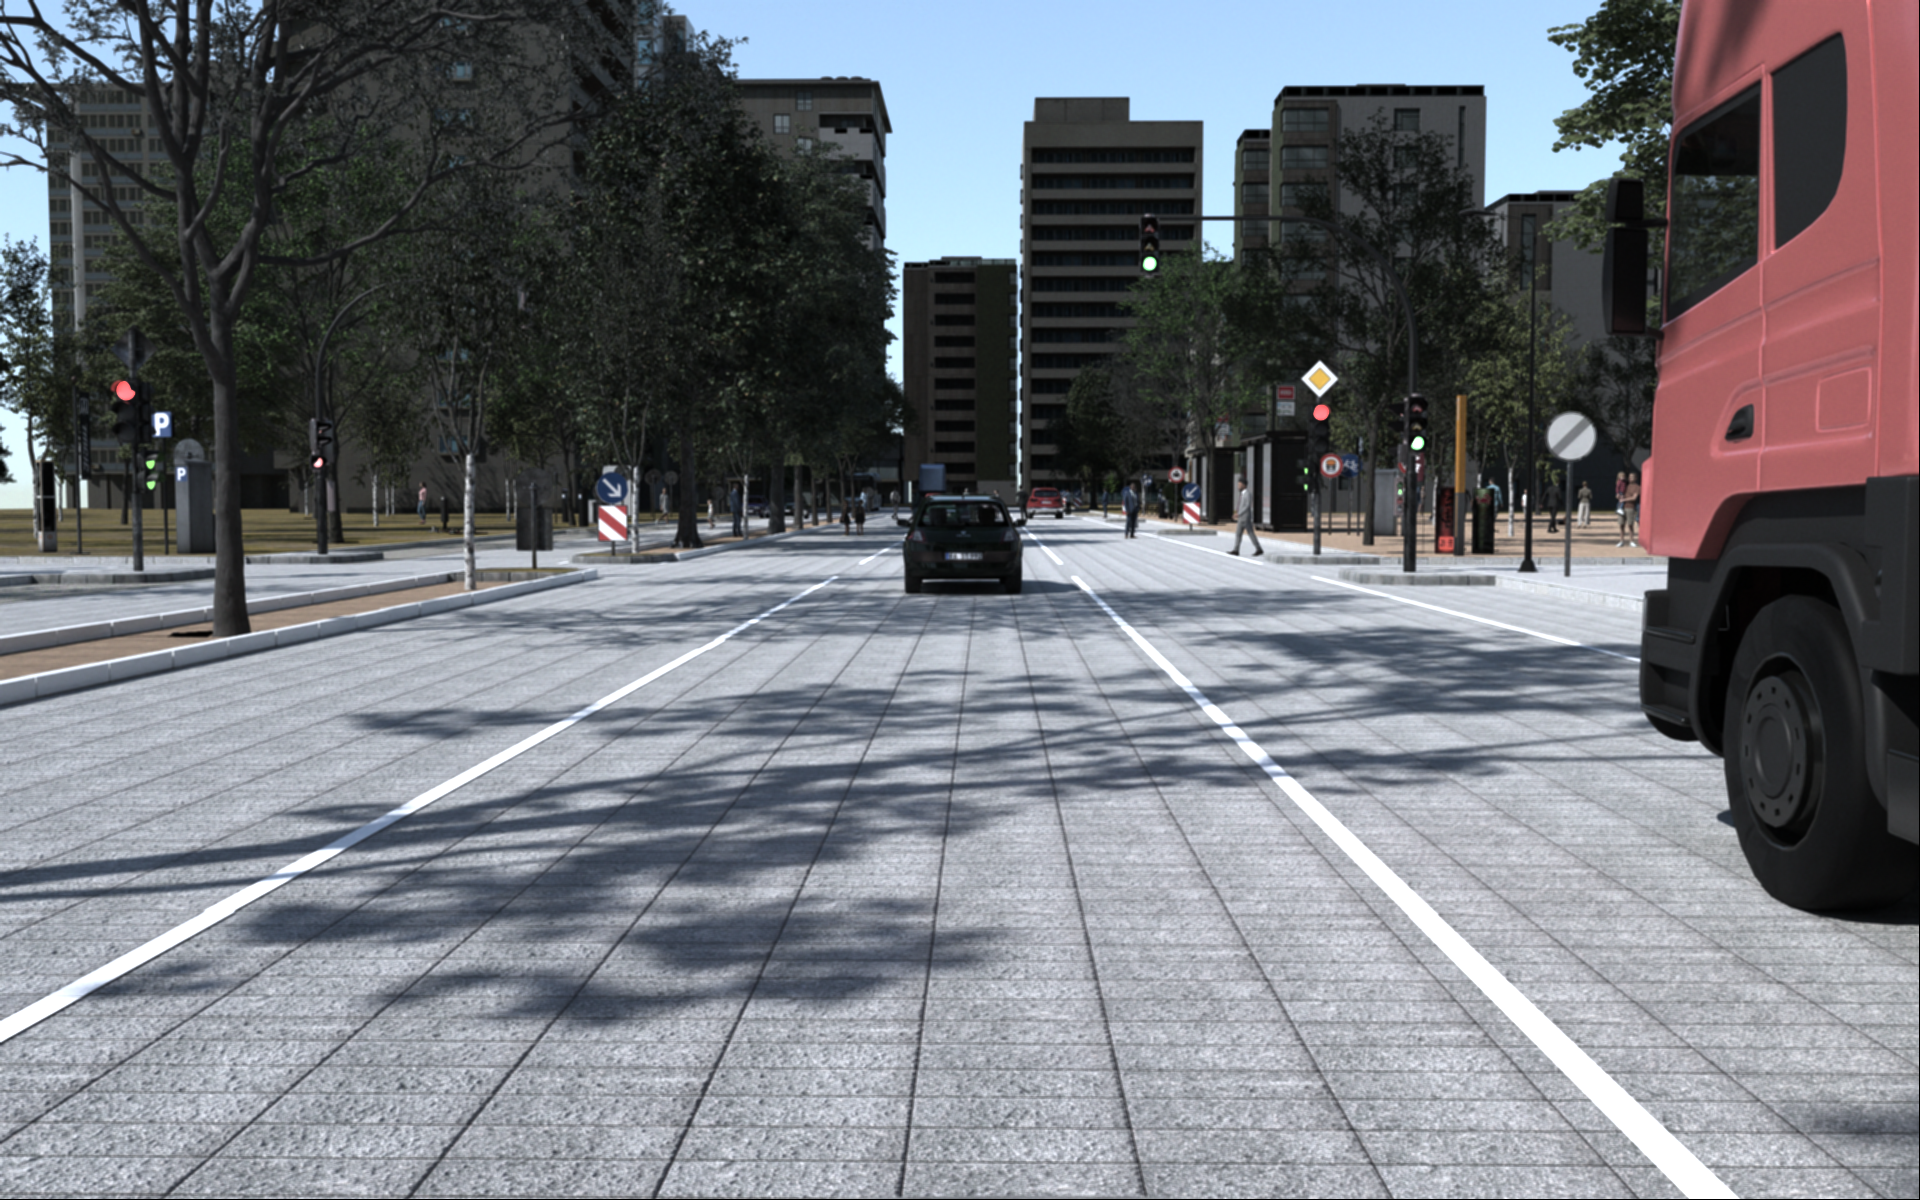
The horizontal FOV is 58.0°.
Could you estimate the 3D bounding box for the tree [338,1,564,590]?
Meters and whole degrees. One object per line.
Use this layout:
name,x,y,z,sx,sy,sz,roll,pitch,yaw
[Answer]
tree,-7.294,-4.460,25.735,4.360,8.622,3.978,0,3,0

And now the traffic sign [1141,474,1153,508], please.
traffic sign,11.777,-6.681,109.338,0.768,2.556,0.104,1,4,11

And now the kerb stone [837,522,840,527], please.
kerb stone,-5.476,-3.275,75.747,0.120,0.150,1.000,0,4,1

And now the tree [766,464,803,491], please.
tree,-14.874,-9.846,144.699,4.285,4.588,4.351,0,3,0

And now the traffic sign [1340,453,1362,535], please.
traffic sign,12.248,-3.324,54.460,0.768,2.556,0.104,0,4,5

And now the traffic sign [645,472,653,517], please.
traffic sign,-17.144,-5.880,96.246,0.768,2.556,0.104,0,4,2

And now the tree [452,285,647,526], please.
tree,-15.978,-8.280,69.784,7.601,10.594,8.767,1,4,18

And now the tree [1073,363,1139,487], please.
tree,11.237,-11.329,119.648,8.767,10.594,7.601,3,5,41

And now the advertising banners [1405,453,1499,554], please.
advertising banners,10.475,-2.503,37.106,2.074,3.025,0.090,1,4,22

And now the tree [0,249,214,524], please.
tree,-35.081,-8.448,72.529,8.767,10.594,7.601,-3,5,-40

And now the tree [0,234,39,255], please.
tree,-26.721,-6.616,42.584,7.601,10.594,8.767,0,4,5

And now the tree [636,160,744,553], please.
tree,-7.120,-5.207,37.953,4.360,8.622,3.978,0,3,0

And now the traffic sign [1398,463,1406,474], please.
traffic sign,12.567,-2.947,48.295,0.768,2.556,0.104,0,4,2

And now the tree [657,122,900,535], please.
tree,-6.459,-9.259,60.497,9.857,13.997,8.962,0,3,0

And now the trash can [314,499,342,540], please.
trash can,-17.883,-2.285,49.010,0.748,1.137,0.748,0,3,0

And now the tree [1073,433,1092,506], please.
tree,13.235,-14.271,183.691,4.737,8.622,4.395,0,3,0

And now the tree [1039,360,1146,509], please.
tree,11.553,-14.143,148.244,9.611,12.733,9.660,0,3,0

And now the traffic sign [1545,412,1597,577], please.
traffic sign,9.445,-1.636,26.859,0.768,2.556,0.104,0,4,5

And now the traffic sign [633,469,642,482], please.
traffic sign,-16.458,-5.353,87.629,0.768,2.556,0.104,0,4,5

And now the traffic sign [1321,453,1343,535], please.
traffic sign,11.607,-3.313,54.268,0.768,2.556,0.104,0,4,5

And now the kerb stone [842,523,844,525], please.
kerb stone,-5.442,-3.400,77.791,0.120,0.150,1.000,0,4,1

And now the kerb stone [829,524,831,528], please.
kerb stone,-5.544,-3.024,71.654,0.120,0.150,1.000,0,4,1

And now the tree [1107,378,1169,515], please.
tree,11.054,-9.441,104.718,4.360,8.622,3.978,0,3,0

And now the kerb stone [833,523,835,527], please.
kerb stone,-5.510,-3.150,73.699,0.120,0.150,1.000,0,4,1

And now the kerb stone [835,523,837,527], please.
kerb stone,-5.498,-3.212,74.721,0.120,0.150,1.000,0,4,1

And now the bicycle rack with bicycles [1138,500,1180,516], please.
bicycle rack with bicycles,11.823,-5.293,99.928,2.852,0.926,2.925,-2,4,-28

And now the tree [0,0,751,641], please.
tree,-7.282,-6.361,16.829,12.009,13.543,11.850,0,3,0

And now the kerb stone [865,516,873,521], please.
kerb stone,-5.118,-4.586,97.267,0.120,0.150,1.000,0,4,1

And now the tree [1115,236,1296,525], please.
tree,10.246,-8.894,71.180,9.928,11.665,9.643,0,3,0

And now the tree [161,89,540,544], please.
tree,-16.443,-7.290,44.953,9.928,11.665,9.643,0,3,0

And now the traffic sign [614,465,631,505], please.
traffic sign,-14.667,-4.598,75.275,0.768,2.556,0.104,0,4,5

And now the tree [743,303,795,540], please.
tree,-6.606,-6.147,53.327,4.360,8.622,3.978,0,3,0

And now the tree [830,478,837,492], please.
tree,-13.888,-14.438,186.419,4.360,8.622,3.978,0,3,0

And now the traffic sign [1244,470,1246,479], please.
traffic sign,13.453,-4.874,79.800,0.768,2.556,0.104,0,4,2

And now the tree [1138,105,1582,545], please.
tree,10.029,-6.624,42.721,8.767,10.594,7.601,2,4,29

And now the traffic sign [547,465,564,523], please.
traffic sign,-17.673,-4.624,75.711,0.768,2.556,0.104,1,4,9

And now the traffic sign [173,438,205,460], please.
traffic sign,-17.633,-2.416,39.602,0.768,2.556,0.104,0,4,8

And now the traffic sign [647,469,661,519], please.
traffic sign,-15.482,-5.352,87.605,0.768,2.556,0.104,1,4,8

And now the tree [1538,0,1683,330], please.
tree,9.694,-6.086,17.637,7.486,12.596,7.792,0,3,0

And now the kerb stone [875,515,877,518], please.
kerb stone,-5.065,-4.780,100.344,0.120,0.150,1.000,0,4,1

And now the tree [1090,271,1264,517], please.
tree,11.877,-11.287,94.905,12.009,13.543,11.850,0,3,0

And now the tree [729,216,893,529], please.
tree,-6.633,-9.140,70.021,7.486,12.596,7.792,0,3,0

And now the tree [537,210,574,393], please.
tree,-15.797,-7.900,54.914,9.928,11.665,9.643,0,3,0

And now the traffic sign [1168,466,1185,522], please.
traffic sign,9.937,-4.861,79.576,0.768,2.556,0.104,0,4,2

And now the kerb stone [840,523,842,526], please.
kerb stone,-5.463,-3.334,76.770,0.120,0.150,1.000,0,4,1

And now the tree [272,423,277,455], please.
tree,-39.404,-9.392,103.914,4.360,8.622,3.978,0,3,0

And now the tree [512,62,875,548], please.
tree,-7.197,-7.711,45.541,9.611,12.733,9.660,0,3,0

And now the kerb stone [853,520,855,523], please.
kerb stone,-5.289,-3.960,87.016,0.120,0.150,1.000,0,4,1

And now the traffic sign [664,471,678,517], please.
traffic sign,-15.885,-5.817,95.213,0.768,2.556,0.104,0,4,5

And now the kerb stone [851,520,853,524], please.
kerb stone,-5.360,-3.713,82.918,0.120,0.150,1.000,0,4,1

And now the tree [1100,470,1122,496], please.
tree,11.898,-8.716,137.109,1.663,3.219,1.824,0,3,0

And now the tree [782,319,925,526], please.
tree,-6.396,-9.084,85.396,8.767,10.594,7.601,0,4,1

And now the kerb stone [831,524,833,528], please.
kerb stone,-5.527,-3.079,72.677,0.120,0.150,1.000,0,4,1
